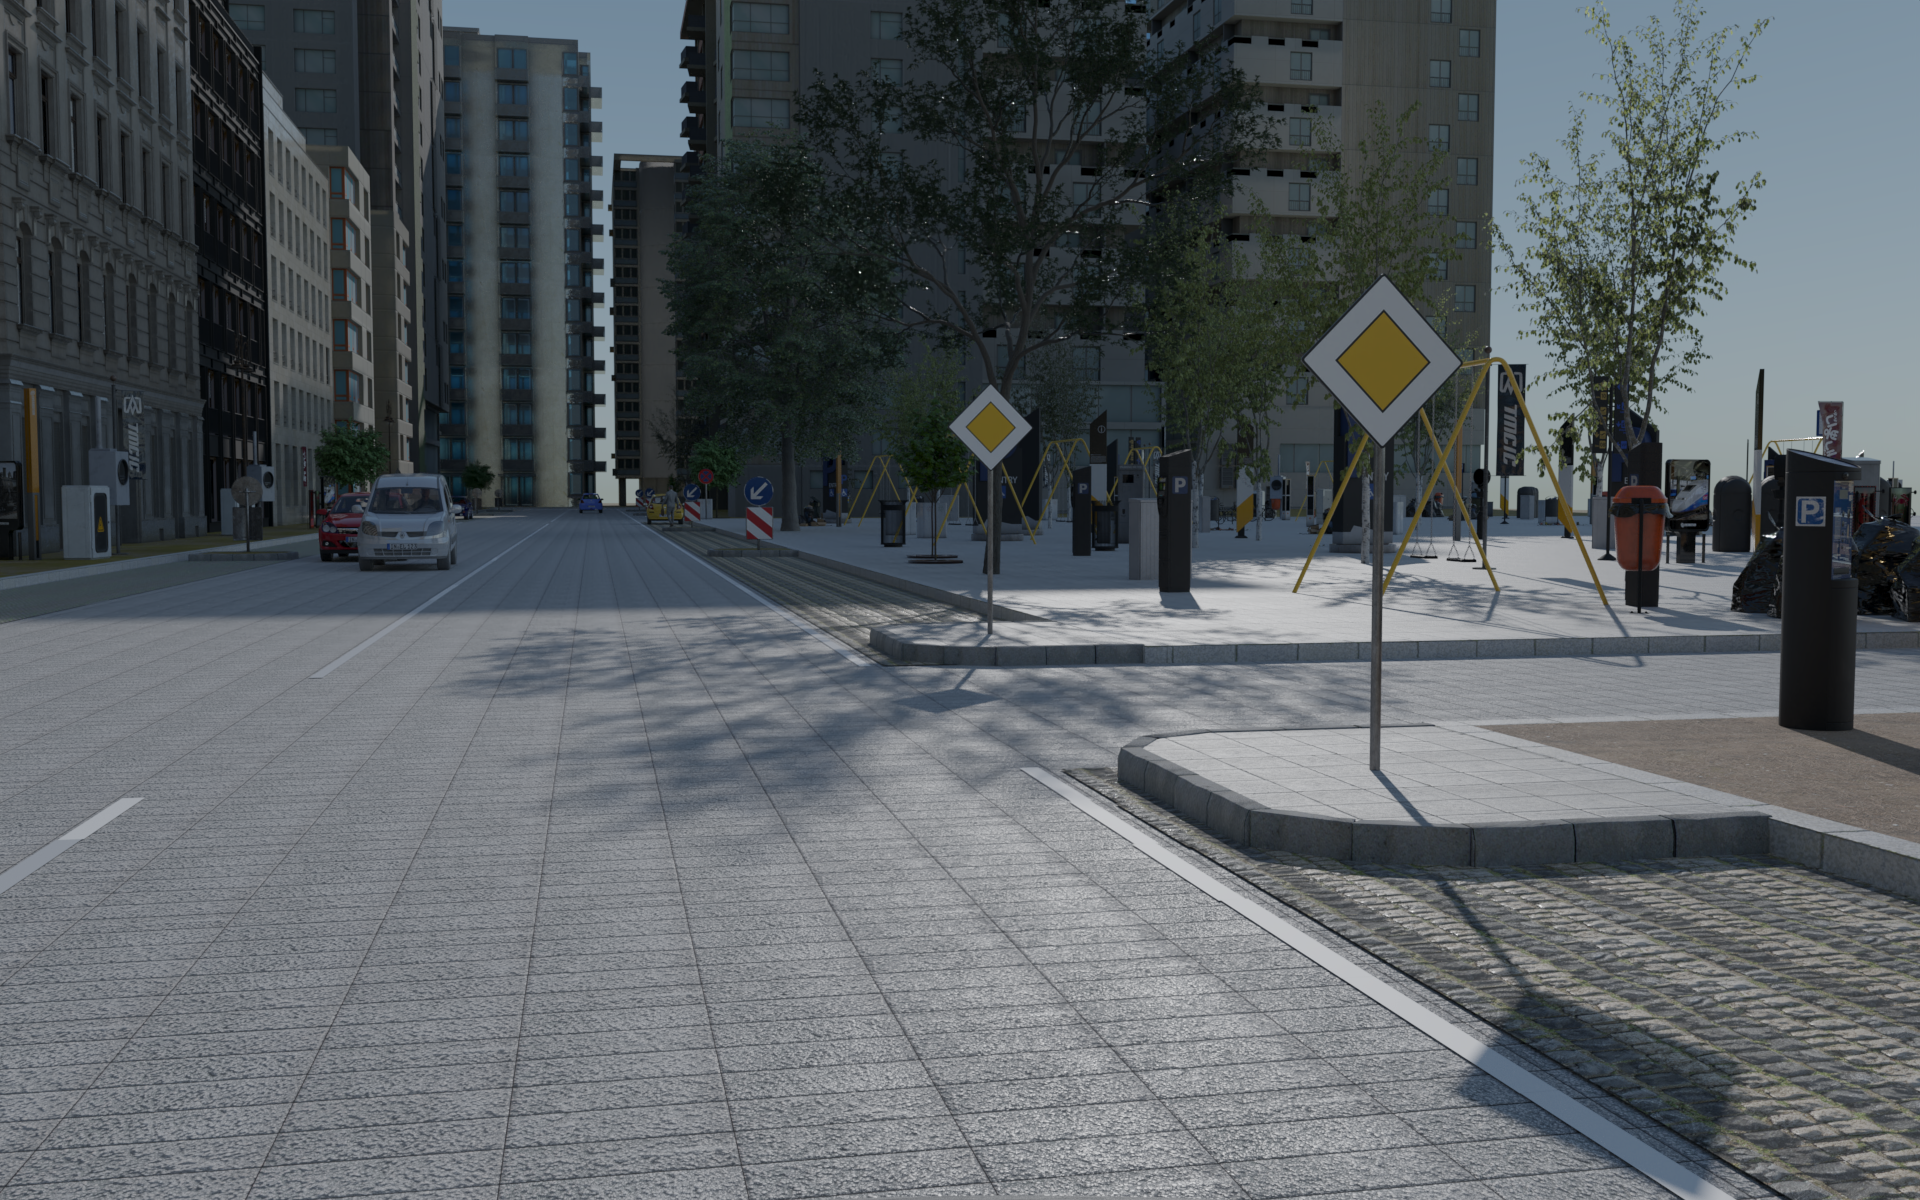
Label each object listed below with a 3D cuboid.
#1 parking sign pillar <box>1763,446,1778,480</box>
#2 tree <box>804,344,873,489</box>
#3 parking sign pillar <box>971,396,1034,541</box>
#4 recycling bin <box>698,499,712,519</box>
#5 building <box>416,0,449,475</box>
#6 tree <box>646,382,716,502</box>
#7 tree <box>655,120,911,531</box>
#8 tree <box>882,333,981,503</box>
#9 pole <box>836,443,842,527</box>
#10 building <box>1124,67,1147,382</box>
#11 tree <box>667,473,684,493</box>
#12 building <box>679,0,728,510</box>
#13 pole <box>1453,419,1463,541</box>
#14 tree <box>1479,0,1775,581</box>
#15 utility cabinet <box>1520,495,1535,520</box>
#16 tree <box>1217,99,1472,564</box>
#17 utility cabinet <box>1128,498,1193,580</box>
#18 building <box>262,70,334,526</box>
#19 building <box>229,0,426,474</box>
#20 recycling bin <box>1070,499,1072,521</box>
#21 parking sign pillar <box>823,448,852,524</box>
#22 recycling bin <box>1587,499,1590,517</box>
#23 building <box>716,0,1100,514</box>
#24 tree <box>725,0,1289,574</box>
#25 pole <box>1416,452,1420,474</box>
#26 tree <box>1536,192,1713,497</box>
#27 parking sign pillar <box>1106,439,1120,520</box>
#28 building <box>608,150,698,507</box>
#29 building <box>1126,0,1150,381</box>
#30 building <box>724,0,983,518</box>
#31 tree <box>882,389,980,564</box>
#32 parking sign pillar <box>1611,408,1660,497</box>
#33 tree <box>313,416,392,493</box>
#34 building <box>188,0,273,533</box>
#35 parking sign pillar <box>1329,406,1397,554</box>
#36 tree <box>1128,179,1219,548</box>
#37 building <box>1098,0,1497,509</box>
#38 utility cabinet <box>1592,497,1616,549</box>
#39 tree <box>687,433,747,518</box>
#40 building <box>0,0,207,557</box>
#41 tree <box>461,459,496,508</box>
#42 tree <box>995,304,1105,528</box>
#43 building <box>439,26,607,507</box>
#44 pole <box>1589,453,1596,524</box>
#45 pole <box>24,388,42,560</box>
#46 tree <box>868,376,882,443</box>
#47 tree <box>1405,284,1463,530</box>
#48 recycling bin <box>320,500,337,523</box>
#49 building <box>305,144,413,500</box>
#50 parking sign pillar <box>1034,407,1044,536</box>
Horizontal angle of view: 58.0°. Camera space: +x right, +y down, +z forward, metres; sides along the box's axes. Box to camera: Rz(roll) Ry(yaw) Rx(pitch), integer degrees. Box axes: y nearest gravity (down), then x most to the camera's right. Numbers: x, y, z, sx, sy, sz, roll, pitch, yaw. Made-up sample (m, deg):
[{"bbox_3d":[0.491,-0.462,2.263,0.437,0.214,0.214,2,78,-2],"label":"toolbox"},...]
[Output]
[{"bbox_3d":[45.822,-6.662,97.391,1.447,3.967,1.447,-1,4,-19],"label":"parking sign pillar"},{"bbox_3d":[-6.173,-7.970,80.669,4.360,8.622,3.978,0,3,0],"label":"tree"},{"bbox_3d":[1.027,-3.617,47.602,1.447,3.967,1.447,-1,4,-17],"label":"parking sign pillar"},{"bbox_3d":[-12.995,-4.629,88.238,0.722,1.027,0.722,-1,4,-10],"label":"recycling bin"},{"bbox_3d":[-56.341,-33.730,140.727,27.495,52.752,28.713,-1,4,-12],"label":"building"},{"bbox_3d":[-17.954,-9.891,112.072,4.360,8.622,3.978,0,3,0],"label":"tree"},{"bbox_3d":[-5.848,-9.354,59.593,9.857,13.997,8.962,0,3,0],"label":"tree"},{"bbox_3d":[-0.992,-7.663,75.660,4.737,8.622,4.395,0,3,0],"label":"tree"},{"bbox_3d":[-4.719,-4.498,67.389,0.158,3.312,0.155,0,3,0],"label":"pole"},{"bbox_3d":[8.673,-29.273,162.200,14.086,41.232,14.154,-1,4,-12],"label":"building"},{"bbox_3d":[-24.538,-9.341,147.321,1.663,3.219,1.824,0,3,0],"label":"tree"},{"bbox_3d":[-12.757,-30.321,150.376,22.147,44.769,28.867,-1,4,-12],"label":"building"},{"bbox_3d":[13.634,-3.279,47.452,0.158,3.312,0.155,0,3,0],"label":"pole"},{"bbox_3d":[9.892,-4.596,25.503,4.360,8.622,3.978,0,3,0],"label":"tree"},{"bbox_3d":[28.683,-4.672,87.551,0.306,1.237,1.020,0,4,-7],"label":"utility cabinet"},{"bbox_3d":[7.247,-4.976,31.725,4.737,8.622,4.395,0,3,0],"label":"tree"},{"bbox_3d":[3.032,-0.915,26.120,1.020,1.237,0.306,-2,4,-33],"label":"utility cabinet"},{"bbox_3d":[-33.882,-13.461,74.840,10.420,20.320,16.860,-1,4,-12],"label":"building"},{"bbox_3d":[-45.089,-26.658,119.455,14.154,41.232,14.086,-1,4,-12],"label":"building"},{"bbox_3d":[5.617,-4.254,82.113,0.722,1.027,0.722,1,4,19],"label":"recycling bin"},{"bbox_3d":[-5.462,-5.341,75.802,1.447,3.967,1.447,-3,5,-40],"label":"parking sign pillar"},{"bbox_3d":[35.831,-5.211,97.746,0.722,1.027,0.722,1,4,14],"label":"recycling bin"},{"bbox_3d":[-2.873,-32.665,123.314,28.713,52.752,27.495,-1,4,-12],"label":"building"},{"bbox_3d":[0.524,-5.669,27.098,8.767,10.594,7.601,0,4,-7],"label":"tree"},{"bbox_3d":[22.364,-5.550,84.589,0.158,3.312,0.155,0,3,0],"label":"pole"},{"bbox_3d":[16.241,-5.685,43.313,4.737,8.622,4.395,0,3,0],"label":"tree"},{"bbox_3d":[7.176,-5.886,84.705,1.447,3.967,1.447,2,4,32],"label":"parking sign pillar"},{"bbox_3d":[-26.179,-30.476,190.161,23.993,40.220,32.217,-1,4,-12],"label":"building"},{"bbox_3d":[15.827,-53.841,192.967,31.000,86.520,22.319,-1,4,-12],"label":"building"},{"bbox_3d":[-6.821,-25.561,101.512,14.154,41.232,14.086,-1,4,-12],"label":"building"},{"bbox_3d":[-0.569,-2.290,32.044,1.663,3.219,1.824,0,3,0],"label":"tree"},{"bbox_3d":[19.416,-3.754,49.850,1.447,3.967,1.447,-2,4,-34],"label":"parking sign pillar"},{"bbox_3d":[-25.485,-5.431,72.511,4.285,4.588,4.351,0,3,0],"label":"tree"},{"bbox_3d":[-31.452,-14.000,58.583,12.332,23.373,15.834,-1,4,-12],"label":"building"},{"bbox_3d":[8.841,-3.025,37.923,1.447,3.967,1.447,-1,4,-21],"label":"parking sign pillar"},{"bbox_3d":[5.646,-5.517,40.558,4.737,8.622,4.395,0,3,0],"label":"tree"},{"bbox_3d":[30.433,-34.874,159.433,27.495,52.752,28.713,-1,4,-12],"label":"building"},{"bbox_3d":[15.338,-1.794,40.496,1.020,1.237,0.306,2,4,28],"label":"utility cabinet"},{"bbox_3d":[-12.873,-6.595,91.548,4.285,4.588,4.351,0,3,0],"label":"tree"},{"bbox_3d":[-25.688,-11.824,42.477,9.793,20.994,18.267,-1,4,-12],"label":"building"},{"bbox_3d":[-45.220,-10.929,162.401,4.285,4.588,4.351,0,3,0],"label":"tree"},{"bbox_3d":[3.244,-6.959,64.146,4.360,8.622,3.978,0,3,0],"label":"tree"},{"bbox_3d":[-52.607,-34.294,180.308,30.456,49.044,23.786,-1,4,-12],"label":"building"},{"bbox_3d":[26.805,-4.862,73.343,0.158,3.312,0.155,0,3,0],"label":"pole"},{"bbox_3d":[-17.925,-2.424,33.472,0.158,3.312,0.155,0,3,0],"label":"pole"},{"bbox_3d":[-2.682,-8.346,86.814,4.737,8.622,4.395,0,3,0],"label":"tree"},{"bbox_3d":[16.466,-6.778,61.177,4.360,8.622,3.978,0,3,0],"label":"tree"},{"bbox_3d":[-27.345,-3.836,75.272,0.722,1.027,0.722,-2,4,-35],"label":"recycling bin"},{"bbox_3d":[-46.845,-15.445,97.562,27.650,21.520,28.899,-1,4,-12],"label":"building"},{"bbox_3d":[1.892,-4.011,54.054,1.447,3.967,1.447,1,4,16],"label":"parking sign pillar"}]
